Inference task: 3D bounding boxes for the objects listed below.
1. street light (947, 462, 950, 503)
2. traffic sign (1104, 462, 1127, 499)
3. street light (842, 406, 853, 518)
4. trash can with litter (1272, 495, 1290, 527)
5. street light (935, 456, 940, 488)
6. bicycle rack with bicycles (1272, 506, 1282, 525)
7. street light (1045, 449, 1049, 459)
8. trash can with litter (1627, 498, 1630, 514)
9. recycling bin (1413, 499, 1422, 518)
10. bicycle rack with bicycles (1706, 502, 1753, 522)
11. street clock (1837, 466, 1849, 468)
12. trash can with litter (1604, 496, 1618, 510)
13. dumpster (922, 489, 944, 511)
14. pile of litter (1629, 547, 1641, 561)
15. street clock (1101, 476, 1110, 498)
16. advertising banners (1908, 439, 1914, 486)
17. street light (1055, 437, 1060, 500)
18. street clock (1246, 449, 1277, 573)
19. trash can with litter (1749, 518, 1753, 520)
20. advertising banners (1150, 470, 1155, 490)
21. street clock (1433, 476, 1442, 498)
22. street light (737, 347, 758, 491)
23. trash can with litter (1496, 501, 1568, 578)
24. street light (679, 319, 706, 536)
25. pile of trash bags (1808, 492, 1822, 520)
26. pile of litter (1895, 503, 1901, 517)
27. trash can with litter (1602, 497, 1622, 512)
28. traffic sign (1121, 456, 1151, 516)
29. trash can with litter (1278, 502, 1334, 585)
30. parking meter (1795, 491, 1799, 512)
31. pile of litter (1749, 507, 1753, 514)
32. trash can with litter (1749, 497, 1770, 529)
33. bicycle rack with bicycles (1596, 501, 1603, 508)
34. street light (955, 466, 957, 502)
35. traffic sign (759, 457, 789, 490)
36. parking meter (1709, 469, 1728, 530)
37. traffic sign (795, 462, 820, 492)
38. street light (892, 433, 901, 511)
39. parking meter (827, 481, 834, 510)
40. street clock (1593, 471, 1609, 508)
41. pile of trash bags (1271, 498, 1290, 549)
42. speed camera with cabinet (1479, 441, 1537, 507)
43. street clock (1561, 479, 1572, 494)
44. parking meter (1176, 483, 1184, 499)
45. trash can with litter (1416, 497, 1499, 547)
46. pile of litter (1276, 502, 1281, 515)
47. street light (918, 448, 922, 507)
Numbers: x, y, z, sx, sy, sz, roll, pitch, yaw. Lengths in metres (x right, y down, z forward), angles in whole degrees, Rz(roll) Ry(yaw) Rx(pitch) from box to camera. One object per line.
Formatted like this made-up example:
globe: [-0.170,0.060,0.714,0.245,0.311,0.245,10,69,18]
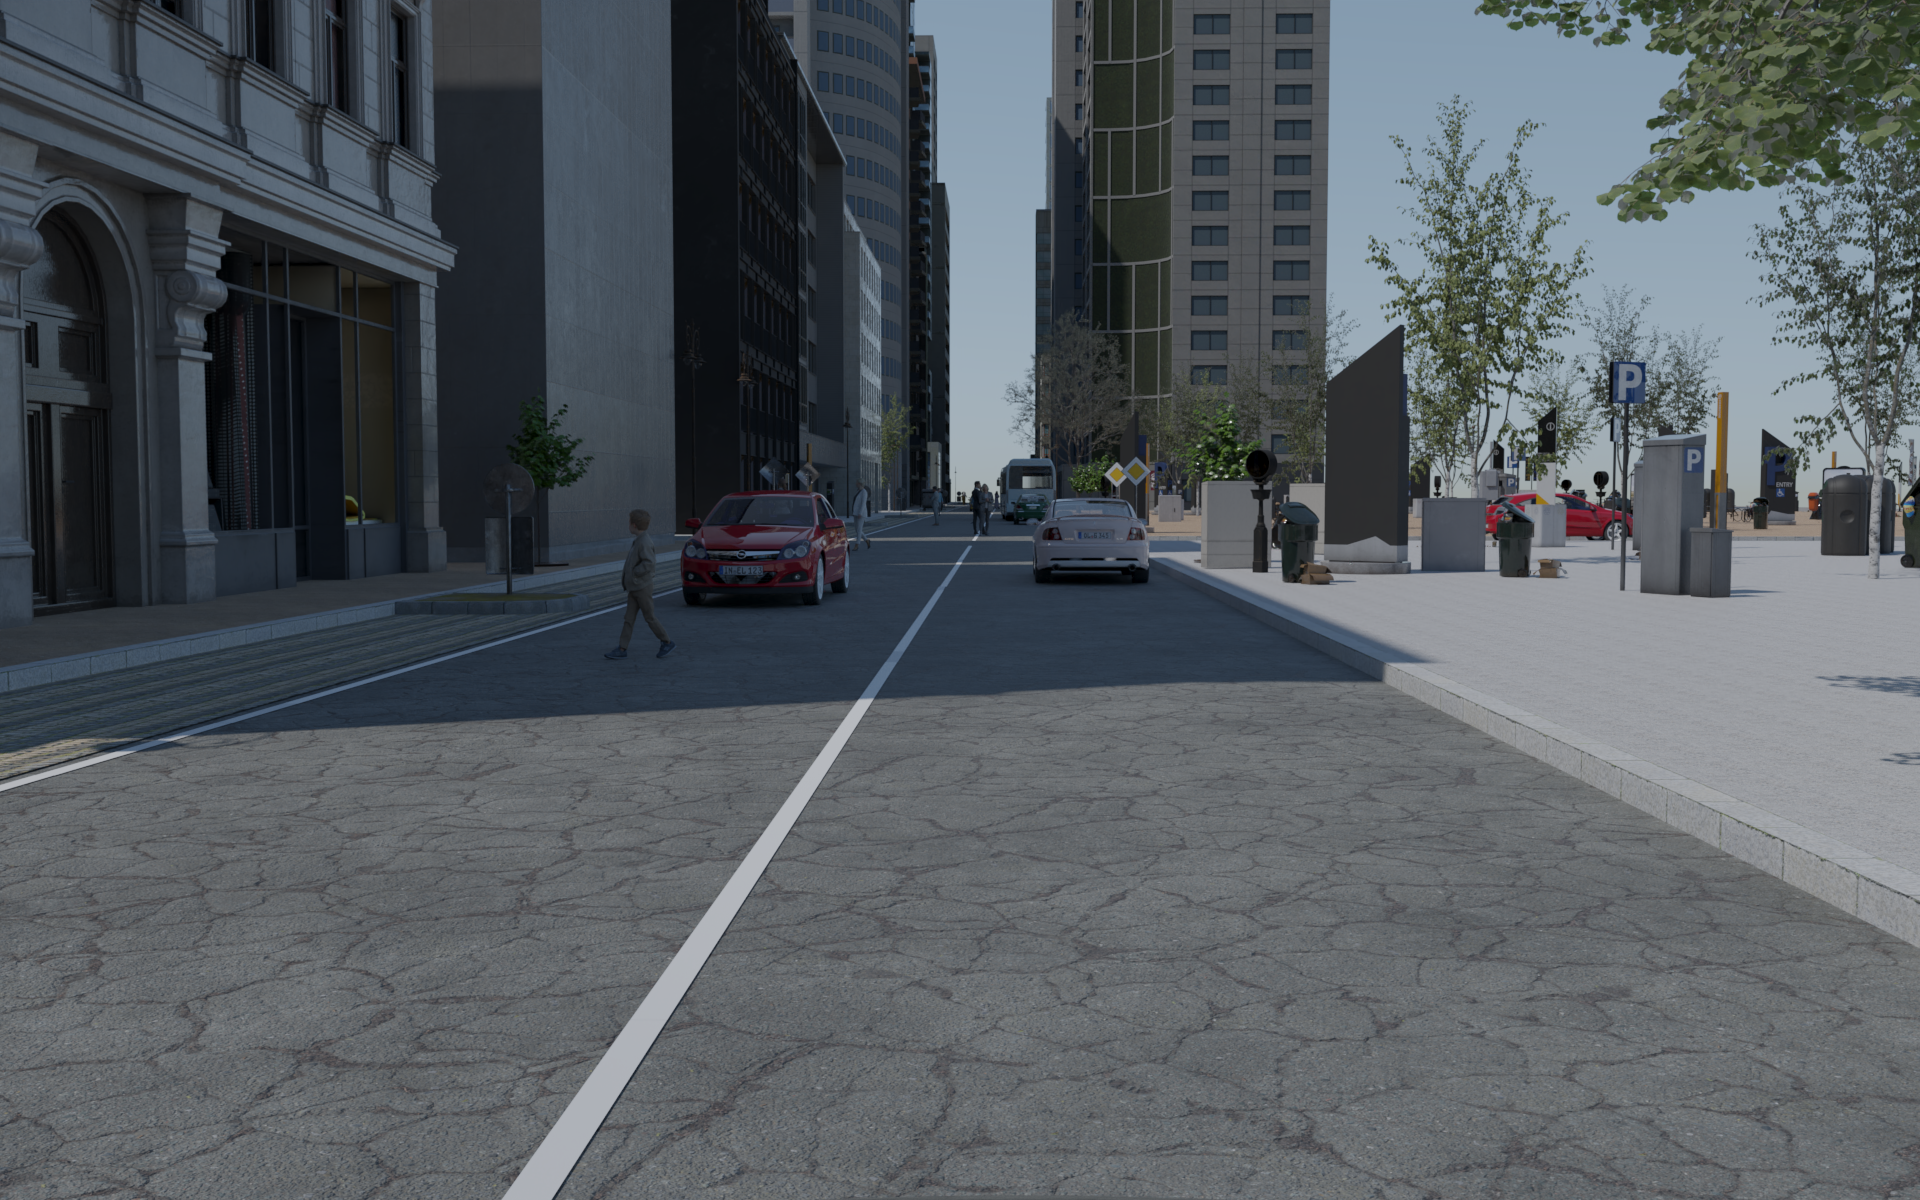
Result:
street light: [-1.669,-17.049,251.537,0.468,5.910,1.993,0,4,1]
traffic sign: [4.904,-3.094,54.226,0.795,2.450,0.064,0,4,1]
street light: [-5.934,-7.261,91.497,0.468,5.910,1.993,0,4,1]
trash can with litter: [11.636,-3.455,67.550,2.233,1.210,1.678,0,4,-3]
street light: [-2.670,-14.780,214.445,0.468,5.910,1.993,0,4,1]
bicycle rack with bicycles: [12.244,-3.591,72.093,2.925,0.926,2.852,0,4,6]
street light: [8.439,-11.984,168.730,0.468,5.910,1.993,0,4,1]
trash can with litter: [25.096,-3.216,63.966,1.055,1.170,0.624,-3,5,-41]
recycling bin: [24.796,-4.928,93.135,0.722,1.027,0.722,0,4,1]
bicycle rack with bicycles: [36.214,-4.076,80.027,2.925,0.926,2.852,-2,4,-30]
street clock: [22.552,-2.427,44.253,0.471,2.002,0.358,1,4,15]
trash can with litter: [21.740,-2.790,56.666,2.233,1.210,1.678,2,4,26]
dumpster: [-2.289,-8.405,145.641,1.865,1.857,1.264,0,4,3]
pile of litter: [13.768,-1.218,33.885,1.719,0.858,1.176,-1,4,-21]
street clock: [5.707,-3.878,67.978,0.358,2.002,0.471,-1,4,-18]
advertising banners: [30.722,-3.631,55.560,2.074,3.025,0.090,-3,5,-44]
street light: [7.374,-9.734,131.930,0.468,5.910,1.993,0,4,1]
street clock: [4.905,-1.447,28.227,0.471,2.002,0.358,3,5,43]
trash can with litter: [40.496,-4.683,87.622,2.233,1.210,1.678,-2,4,-26]
advertising banners: [14.954,-8.045,127.720,2.074,3.025,0.090,1,4,17]
street clock: [18.806,-3.894,68.234,0.358,2.002,0.471,1,4,22]
street light: [-6.706,-5.016,54.798,0.468,5.910,1.993,0,4,1]
trash can with litter: [8.809,-0.935,26.675,1.055,1.170,0.624,2,4,27]
street light: [-7.050,-4.467,45.815,0.468,5.910,1.993,0,4,1]
pile of trash bags: [43.500,-4.712,86.785,3.447,1.369,1.912,-3,4,-37]
pile of litter: [51.926,-5.066,96.792,1.176,0.858,1.719,0,4,-1]
trash can with litter: [26.699,-3.631,70.758,0.624,1.170,1.055,3,5,40]
traffic sign: [4.695,-2.606,46.243,0.795,2.450,0.064,0,4,1]
trash can with litter: [5.022,-0.825,24.874,0.624,1.170,1.055,-1,4,-20]
parking meter: [61.302,-7.252,126.979,0.372,1.533,0.369,0,3,0]
pile of litter: [48.580,-5.583,105.239,1.719,0.858,1.176,-1,4,-17]
trash can with litter: [29.159,-3.165,63.135,0.624,1.170,1.055,2,4,30]
bicycle rack with bicycles: [46.017,-6.883,125.925,2.852,0.926,2.925,2,4,26]
street light: [-0.731,-19.293,288.231,0.468,5.910,1.993,0,4,1]
traffic sign: [-4.995,-2.622,46.516,0.795,2.450,0.064,0,4,1]
parking meter: [17.967,-2.159,41.012,0.399,1.863,0.255,-3,4,-37]
traffic sign: [-4.786,-3.110,54.499,0.795,2.450,0.064,0,4,1]
street light: [-4.736,-9.700,131.389,0.468,5.910,1.993,0,4,1]
parking meter: [-5.736,-4.342,76.699,0.255,1.863,0.399,1,4,12]
street clock: [20.116,-3.047,54.387,0.358,2.002,0.471,-1,4,-20]
pile of trash bags: [7.534,-1.843,39.888,3.447,1.369,1.912,0,4,3]
speed camera with cabinet: [20.666,-4.338,65.269,2.038,3.252,0.660,0,4,6]
street clock: [29.780,-4.924,85.078,0.471,2.002,0.358,3,5,43]
parking meter: [11.434,-5.162,90.113,0.399,1.863,0.255,0,4,-4]
trash can with litter: [12.287,-1.893,42.007,2.233,1.210,1.678,1,4,21]
pile of litter: [16.734,-4.808,92.571,1.176,0.858,1.719,-1,4,-22]
street light: [-3.856,-11.969,168.479,0.468,5.910,1.993,0,4,1]
